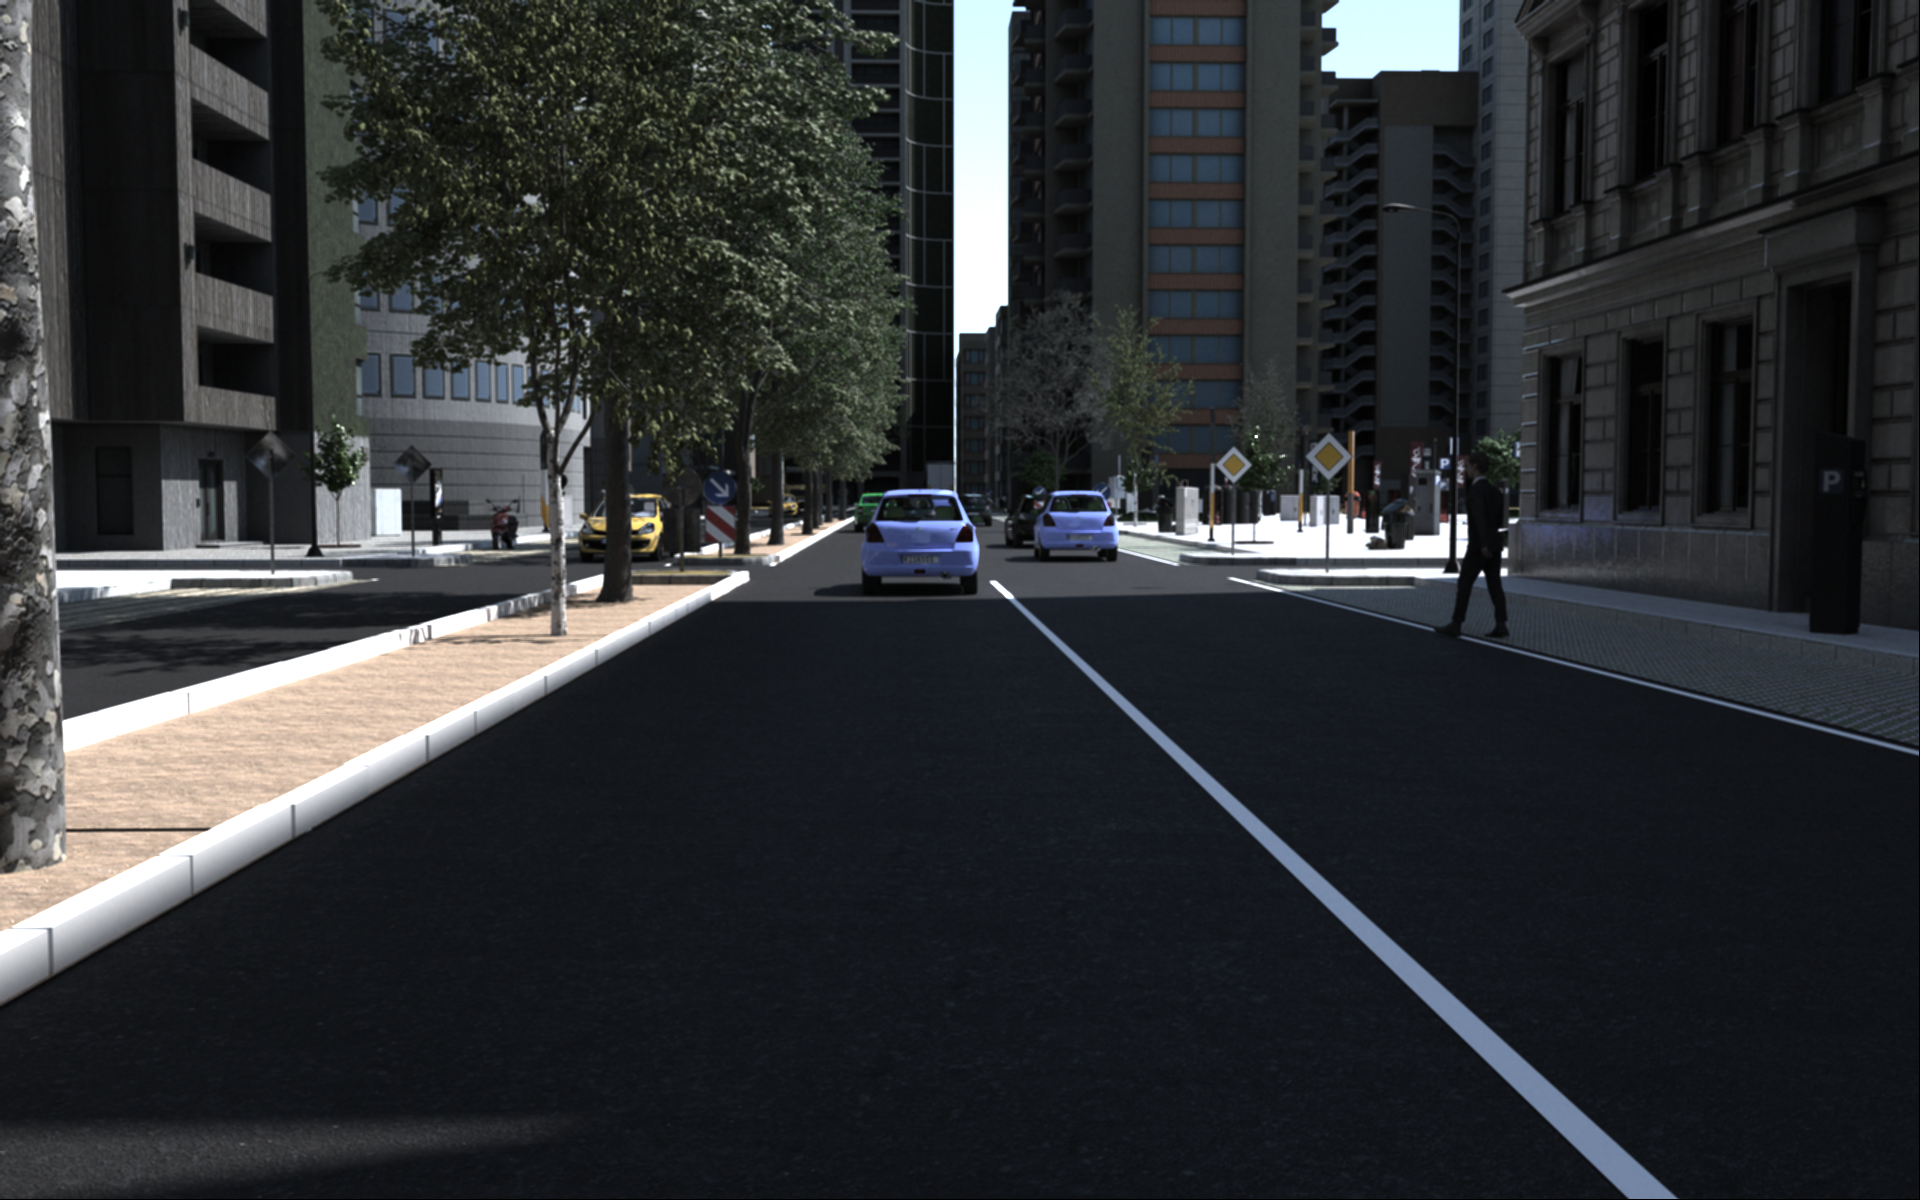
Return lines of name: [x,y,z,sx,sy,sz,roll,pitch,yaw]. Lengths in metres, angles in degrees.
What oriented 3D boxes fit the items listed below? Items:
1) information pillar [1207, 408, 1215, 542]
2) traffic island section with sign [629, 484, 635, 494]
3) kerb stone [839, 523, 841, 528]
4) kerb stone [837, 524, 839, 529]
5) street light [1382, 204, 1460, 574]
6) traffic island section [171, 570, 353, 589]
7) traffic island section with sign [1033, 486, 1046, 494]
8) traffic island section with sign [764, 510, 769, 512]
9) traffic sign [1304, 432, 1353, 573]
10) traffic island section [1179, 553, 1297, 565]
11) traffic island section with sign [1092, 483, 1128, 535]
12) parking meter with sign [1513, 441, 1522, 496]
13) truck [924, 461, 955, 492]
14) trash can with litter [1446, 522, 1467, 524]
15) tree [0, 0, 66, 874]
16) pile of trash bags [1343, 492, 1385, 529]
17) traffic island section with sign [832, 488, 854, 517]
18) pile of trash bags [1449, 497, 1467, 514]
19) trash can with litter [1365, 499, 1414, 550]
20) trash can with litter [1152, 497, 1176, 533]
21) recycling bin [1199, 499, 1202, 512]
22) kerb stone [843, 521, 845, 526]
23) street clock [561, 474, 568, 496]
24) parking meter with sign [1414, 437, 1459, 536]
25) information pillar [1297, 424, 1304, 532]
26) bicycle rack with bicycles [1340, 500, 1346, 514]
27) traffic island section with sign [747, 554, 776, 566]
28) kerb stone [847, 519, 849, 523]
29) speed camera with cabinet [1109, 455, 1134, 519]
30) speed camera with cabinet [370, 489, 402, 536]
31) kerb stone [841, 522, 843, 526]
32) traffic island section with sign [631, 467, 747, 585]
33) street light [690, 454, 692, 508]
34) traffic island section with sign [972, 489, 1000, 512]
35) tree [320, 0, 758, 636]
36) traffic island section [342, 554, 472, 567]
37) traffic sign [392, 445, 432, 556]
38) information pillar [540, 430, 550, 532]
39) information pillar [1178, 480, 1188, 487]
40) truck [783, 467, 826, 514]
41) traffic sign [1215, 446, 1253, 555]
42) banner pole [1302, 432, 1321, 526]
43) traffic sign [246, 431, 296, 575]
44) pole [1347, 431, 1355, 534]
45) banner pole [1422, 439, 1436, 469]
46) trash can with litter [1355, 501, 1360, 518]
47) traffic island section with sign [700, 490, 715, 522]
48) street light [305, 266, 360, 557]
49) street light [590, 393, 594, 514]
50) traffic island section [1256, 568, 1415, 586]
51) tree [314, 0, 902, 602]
information pillar: [6.815,-3.391,46.802,0.183,3.616,0.504,0,4,4]
traffic island section with sign: [-11.837,-3.215,61.201,1.989,1.847,2.006,0,4,-2]
kerb stone: [-5.036,-2.969,70.733,0.120,0.150,1.000,0,4,-2]
kerb stone: [-4.973,-2.844,68.689,0.120,0.150,1.000,0,4,-2]
street light: [7.457,-3.387,27.926,1.470,5.913,1.316,0,4,-2]
traffic island section: [-10.983,-0.327,27.630,2.009,0.180,2.903,0,4,-2]
traffic island section with sign: [3.896,-4.875,88.326,1.989,1.847,2.006,0,4,-2]
traffic island section with sign: [-14.496,-7.871,137.319,1.989,1.847,2.006,0,4,-2]
traffic sign: [5.975,-1.498,28.139,0.795,2.450,0.064,0,4,-2]
traffic island section: [5.720,-0.851,36.197,2.009,0.180,2.903,0,4,-2]
traffic island section with sign: [4.832,-3.227,61.387,1.989,1.847,2.006,0,4,-2]
parking meter with sign: [18.521,-3.674,56.328,0.543,3.016,1.738,0,4,-1]
truck: [-1.801,-10.054,153.301,2.839,4.237,11.283,0,4,-1]
trash can with litter: [21.856,-3.858,74.136,2.233,1.210,1.678,0,4,1]
tree: [-4.920,-9.084,6.869,12.611,20.169,13.585,0,3,0]
pile of trash bags: [15.736,-3.271,63.238,3.447,1.369,1.912,1,4,21]
traffic island section with sign: [-7.481,-6.266,110.582,2.006,1.907,1.989,0,4,-2]
pile of trash bags: [31.982,-6.164,110.535,1.912,1.369,3.447,3,5,40]
trash can with litter: [9.936,-1.755,40.084,1.055,1.170,0.624,-2,4,-31]
trash can with litter: [6.968,-2.835,57.746,1.055,1.170,0.624,-3,5,-40]
recycling bin: [12.645,-4.826,91.451,0.722,1.027,0.722,3,5,41]
kerb stone: [-5.221,-3.281,75.860,0.120,0.150,1.000,0,4,-2]
street clock: [-14.221,-3.492,61.666,0.471,2.002,0.358,0,4,4]
parking meter with sign: [14.538,-3.519,53.802,1.738,3.016,0.543,3,5,44]
information pillar: [11.444,-4.083,58.113,0.183,3.616,0.504,0,4,4]
bicycle rack with bicycles: [23.852,-5.911,110.023,2.925,0.926,2.852,-3,4,-39]
traffic island section with sign: [-4.846,-1.673,35.489,2.006,1.907,1.989,0,4,-2]
kerb stone: [-5.403,-3.597,81.005,0.120,0.150,1.000,0,4,-2]
speed camera with cabinet: [8.611,-5.763,88.563,2.038,3.252,0.660,-2,4,-27]
speed camera with cabinet: [-17.992,-3.561,52.555,0.660,3.252,2.038,3,4,37]
kerb stone: [-5.114,-3.094,72.777,0.120,0.150,1.000,0,4,-2]
traffic island section with sign: [-4.597,-1.220,28.086,2.006,1.907,1.989,0,4,-2]
street light: [-15.015,-7.805,100.151,1.470,5.913,1.316,0,4,-2]
traffic island section with sign: [2.164,-7.915,138.030,1.989,1.847,2.006,0,4,-2]
tree: [-3.999,-3.924,16.982,4.737,8.622,4.395,0,3,0]
traffic island section: [-11.262,-0.815,35.610,2.009,0.180,2.903,0,4,-2]
traffic sign: [-11.238,-1.951,35.549,0.795,2.450,0.064,0,4,-2]
information pillar: [-13.994,-4.097,58.337,0.183,3.616,0.504,-2,4,-34]
information pillar: [11.758,-5.281,90.830,0.304,2.012,0.304,0,4,-7]
truck: [-11.215,-7.892,124.962,3.469,3.379,9.791,0,4,-2]
traffic sign: [5.696,-1.986,36.119,0.795,2.450,0.064,0,4,-2]
banner pole: [14.194,-4.893,70.019,0.863,3.779,0.401,2,4,30]
traffic sign: [-10.959,-1.463,27.569,0.795,2.450,0.064,0,4,-2]
pole: [12.622,-3.798,55.939,0.158,3.312,0.155,0,3,0]
banner pole: [21.404,-5.436,78.903,0.401,3.779,0.863,-3,5,-44]
trash can with litter: [21.475,-5.002,93.164,0.624,1.170,1.055,-3,5,-41]
traffic island section with sign: [-12.771,-4.863,88.140,1.989,1.847,2.006,0,4,-2]
street light: [-12.683,-3.840,35.319,1.470,5.913,1.316,0,4,-2]
street light: [-13.915,-5.836,67.952,1.470,5.913,1.316,0,4,-2]
traffic island section: [5.999,-0.363,28.217,2.009,0.180,2.903,0,4,-2]
tree: [-4.669,-6.266,23.042,7.486,12.596,7.792,0,3,0]
